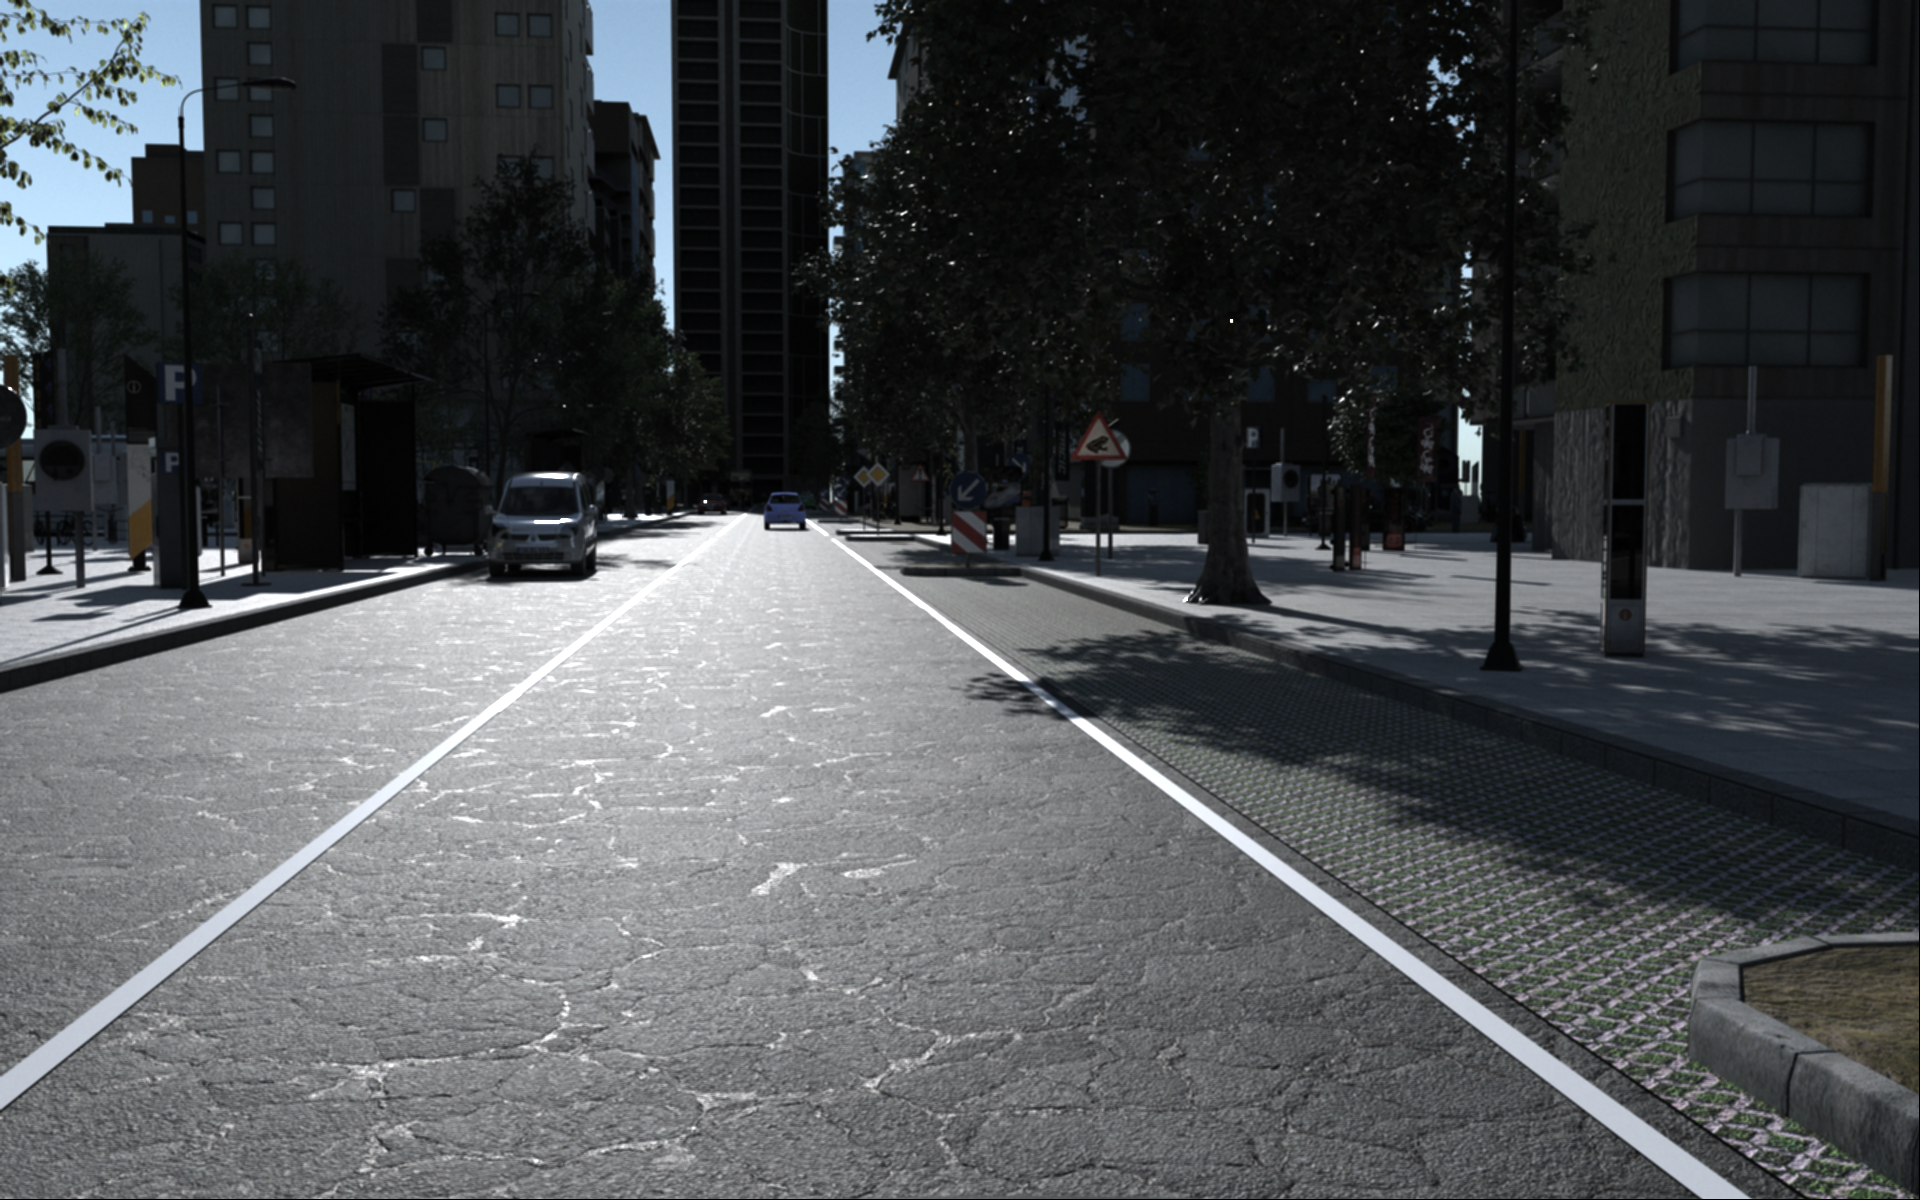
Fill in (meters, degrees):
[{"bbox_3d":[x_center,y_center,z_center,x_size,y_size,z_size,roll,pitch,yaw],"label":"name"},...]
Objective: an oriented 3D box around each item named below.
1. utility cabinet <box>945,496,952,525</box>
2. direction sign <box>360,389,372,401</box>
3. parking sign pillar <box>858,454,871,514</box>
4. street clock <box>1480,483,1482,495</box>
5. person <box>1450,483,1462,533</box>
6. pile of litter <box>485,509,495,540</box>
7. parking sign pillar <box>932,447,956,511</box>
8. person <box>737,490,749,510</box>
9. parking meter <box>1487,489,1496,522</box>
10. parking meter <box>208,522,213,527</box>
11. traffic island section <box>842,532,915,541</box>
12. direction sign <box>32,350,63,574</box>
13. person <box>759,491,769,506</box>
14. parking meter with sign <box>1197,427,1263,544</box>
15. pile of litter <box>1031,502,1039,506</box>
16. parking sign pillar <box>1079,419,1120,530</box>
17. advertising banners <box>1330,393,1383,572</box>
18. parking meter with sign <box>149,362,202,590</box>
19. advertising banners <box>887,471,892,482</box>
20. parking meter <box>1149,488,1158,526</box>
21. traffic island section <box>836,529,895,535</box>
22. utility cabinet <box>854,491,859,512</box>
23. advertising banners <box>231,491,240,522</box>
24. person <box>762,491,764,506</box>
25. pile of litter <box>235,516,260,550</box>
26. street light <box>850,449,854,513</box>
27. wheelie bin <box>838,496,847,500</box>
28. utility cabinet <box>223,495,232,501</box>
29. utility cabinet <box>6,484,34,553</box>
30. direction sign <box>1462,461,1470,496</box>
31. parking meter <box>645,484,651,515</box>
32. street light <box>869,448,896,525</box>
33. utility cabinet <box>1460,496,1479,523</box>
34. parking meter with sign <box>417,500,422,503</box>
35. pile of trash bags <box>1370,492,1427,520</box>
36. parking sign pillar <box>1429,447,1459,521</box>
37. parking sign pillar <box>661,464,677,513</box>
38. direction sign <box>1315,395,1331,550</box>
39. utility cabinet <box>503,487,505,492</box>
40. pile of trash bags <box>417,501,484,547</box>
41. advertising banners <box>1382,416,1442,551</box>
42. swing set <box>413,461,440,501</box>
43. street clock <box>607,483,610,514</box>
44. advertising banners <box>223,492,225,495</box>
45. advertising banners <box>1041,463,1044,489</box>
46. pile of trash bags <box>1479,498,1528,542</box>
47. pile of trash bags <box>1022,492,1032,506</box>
[{"bbox_3d":[-0.470,-3.673,71.213,0.306,1.237,1.020,0,3,0],"label":"utility cabinet"},{"bbox_3d":[-12.318,-2.678,35.777,0.379,3.537,0.876,-3,5,-43],"label":"direction sign"},{"bbox_3d":[-6.013,-7.723,114.741,1.447,3.967,1.447,0,4,3],"label":"parking sign pillar"},{"bbox_3d":[35.672,-6.953,118.257,0.358,2.002,0.471,0,4,3],"label":"street clock"},{"bbox_3d":[16.814,-3.058,58.672,0.419,1.800,0.721,0,4,1],"label":"person"},{"bbox_3d":[-13.746,-2.146,49.056,1.176,0.858,1.719,2,4,32],"label":"pile of litter"},{"bbox_3d":[-0.920,-6.772,99.195,1.447,3.967,1.447,-1,4,-15],"label":"parking sign pillar"},{"bbox_3d":[-19.032,-8.736,151.851,1.217,1.766,0.721,2,4,24],"label":"person"},{"bbox_3d":[24.138,-4.298,78.679,0.372,1.533,0.369,0,3,0],"label":"parking meter"},{"bbox_3d":[-29.026,-3.602,67.308,0.372,1.533,0.369,0,3,0],"label":"parking meter"},{"bbox_3d":[-2.510,-1.908,53.484,2.009,0.180,2.903,0,4,-6],"label":"traffic island section"},{"bbox_3d":[-14.614,-2.183,27.693,0.876,3.537,0.379,3,5,44],"label":"direction sign"},{"bbox_3d":[-23.376,-12.089,206.171,1.348,1.823,0.705,1,4,22],"label":"person"},{"bbox_3d":[6.939,-2.960,44.650,1.738,3.016,0.543,-2,4,-31],"label":"parking meter with sign"},{"bbox_3d":[4.164,-5.091,97.196,1.719,0.858,1.176,1,4,18],"label":"pile of litter"},{"bbox_3d":[5.018,-4.509,62.196,1.447,3.967,1.447,-1,4,-16],"label":"parking sign pillar"},{"bbox_3d":[6.692,-2.024,29.286,0.090,3.025,2.074,2,4,33],"label":"advertising banners"},{"bbox_3d":[-10.796,-1.680,23.734,0.543,3.016,1.738,-2,4,-33],"label":"parking meter with sign"},{"bbox_3d":[-4.627,-8.235,130.821,2.074,3.025,0.090,0,4,-6],"label":"advertising banners"},{"bbox_3d":[7.833,-3.774,70.112,0.372,1.533,0.369,0,3,0],"label":"parking meter"},{"bbox_3d":[-3.375,-2.394,61.422,2.009,0.180,2.903,0,4,-6],"label":"traffic island section"},{"bbox_3d":[-6.896,-6.862,120.867,0.318,1.500,1.173,2,4,34],"label":"utility cabinet"},{"bbox_3d":[-32.430,-4.995,77.849,0.090,3.025,2.074,-3,5,-39],"label":"advertising banners"},{"bbox_3d":[-24.052,-12.453,212.066,0.705,1.831,1.348,-1,4,-15],"label":"person"},{"bbox_3d":[-16.229,-1.616,40.393,1.176,0.858,1.719,-3,4,-39],"label":"pile of litter"},{"bbox_3d":[-5.297,-7.378,93.179,1.470,5.913,1.316,0,4,-6],"label":"street light"},{"bbox_3d":[-8.453,-7.136,124.582,0.693,1.594,0.980,-1,4,-9],"label":"wheelie bin"},{"bbox_3d":[-42.706,-5.465,100.521,1.020,1.237,0.306,0,4,4],"label":"utility cabinet"},{"bbox_3d":[-20.610,-1.753,37.348,0.318,1.500,1.173,2,4,26],"label":"utility cabinet"},{"bbox_3d":[34.193,-7.650,117.072,0.876,3.537,0.379,-3,5,-41],"label":"direction sign"},{"bbox_3d":[-18.912,-6.069,104.932,0.255,1.863,0.399,1,4,17],"label":"parking meter"},{"bbox_3d":[-3.169,-6.125,72.678,1.470,5.913,1.316,0,4,-6],"label":"street light"},{"bbox_3d":[22.119,-3.946,75.678,1.020,1.237,0.306,0,4,-6],"label":"utility cabinet"},{"bbox_3d":[-40.918,-8.134,129.246,0.543,3.016,1.738,2,4,27],"label":"parking meter with sign"},{"bbox_3d":[16.964,-3.597,68.568,3.447,1.369,1.912,-3,5,-41],"label":"pile of trash bags"},{"bbox_3d":[23.399,-5.819,83.609,1.447,3.967,1.447,1,4,13],"label":"parking sign pillar"},{"bbox_3d":[-20.238,-7.990,119.104,1.447,3.967,1.447,0,4,-4],"label":"parking sign pillar"},{"bbox_3d":[8.387,-2.930,39.899,0.379,3.537,0.876,1,4,17],"label":"direction sign"},{"bbox_3d":[-13.118,-2.656,52.098,1.173,1.500,0.318,-1,4,-18],"label":"utility cabinet"},{"bbox_3d":[-12.957,-2.079,43.749,1.912,1.369,3.447,0,4,-5],"label":"pile of trash bags"},{"bbox_3d":[9.814,-2.633,39.237,2.074,3.025,0.090,1,4,13],"label":"advertising banners"},{"bbox_3d":[-26.236,-5.191,82.489,3.119,2.851,2.862,0,4,5],"label":"swing set"},{"bbox_3d":[-22.579,-6.483,110.564,0.471,2.002,0.358,-1,4,-19],"label":"street clock"},{"bbox_3d":[-49.840,-7.308,115.673,0.090,3.025,2.074,1,4,18],"label":"advertising banners"},{"bbox_3d":[5.287,-6.297,99.137,2.074,3.025,0.090,-3,5,-44],"label":"advertising banners"},{"bbox_3d":[15.761,-2.209,45.871,3.447,1.369,1.912,3,5,39],"label":"pile of trash bags"},{"bbox_3d":[2.180,-3.969,74.645,1.912,1.369,3.447,-2,4,-25],"label":"pile of trash bags"}]
